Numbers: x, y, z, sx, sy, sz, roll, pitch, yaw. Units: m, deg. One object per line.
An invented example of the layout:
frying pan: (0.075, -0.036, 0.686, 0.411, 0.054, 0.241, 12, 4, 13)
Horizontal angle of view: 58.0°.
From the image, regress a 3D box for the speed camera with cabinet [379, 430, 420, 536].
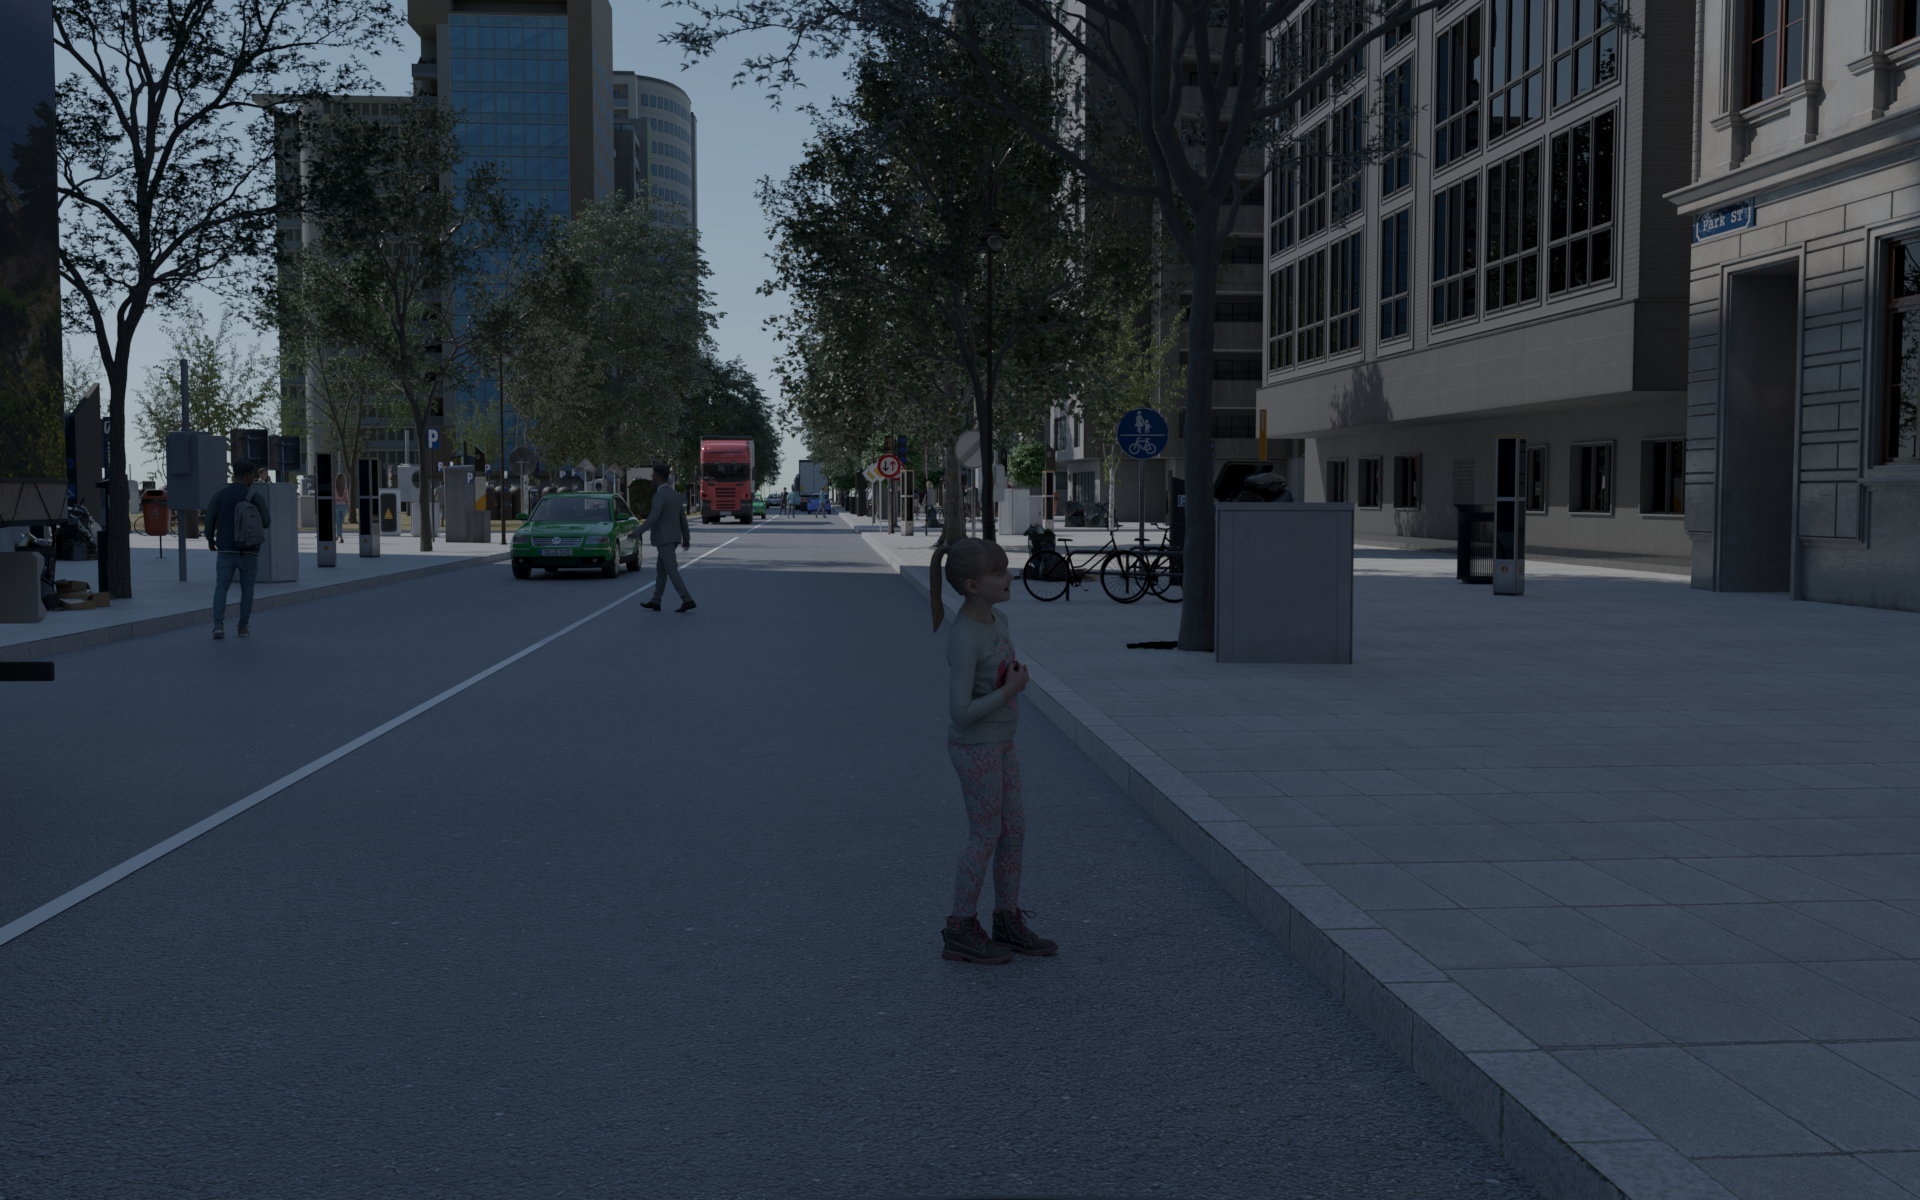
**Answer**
speed camera with cabinet: (-17.327, -3.598, 53.158, 0.660, 3.252, 2.038, 2, 4, 28)

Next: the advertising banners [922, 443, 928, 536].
advertising banners: (-1.042, -3.511, 53.589, 0.090, 3.025, 2.074, 0, 4, -1)

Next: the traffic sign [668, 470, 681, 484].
traffic sign: (-15.505, -5.751, 93.762, 0.795, 2.593, 0.064, 0, 4, 2)

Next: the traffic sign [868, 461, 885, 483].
traffic sign: (-2.569, -3.314, 56.374, 0.795, 2.593, 0.064, 0, 4, -5)

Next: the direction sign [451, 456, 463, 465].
direction sign: (-30.412, -6.920, 105.135, 0.876, 3.537, 0.379, 0, 4, 0)

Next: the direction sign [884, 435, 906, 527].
direction sign: (-2.487, -4.561, 66.566, 0.876, 3.537, 0.379, 1, 4, 13)

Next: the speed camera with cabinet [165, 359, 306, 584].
speed camera with cabinet: (-10.664, -1.897, 25.354, 2.038, 3.252, 0.660, 2, 4, 24)

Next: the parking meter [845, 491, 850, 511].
parking meter: (-8.309, -7.337, 128.370, 0.372, 1.533, 0.369, 0, 3, 0)

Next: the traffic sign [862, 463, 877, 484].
traffic sign: (-3.224, -3.801, 64.332, 0.795, 2.593, 0.064, 0, 4, -5)

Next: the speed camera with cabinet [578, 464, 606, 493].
speed camera with cabinet: (-22.095, -6.728, 104.343, 2.038, 3.252, 0.660, 2, 4, 31)

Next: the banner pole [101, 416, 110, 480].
banner pole: (-24.201, -3.615, 49.130, 0.863, 3.779, 0.401, -2, 4, -24)

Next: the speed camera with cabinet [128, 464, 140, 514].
speed camera with cabinet: (-54.143, -7.288, 113.498, 0.660, 3.252, 2.038, -2, 4, -26)

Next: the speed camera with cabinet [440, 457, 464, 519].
speed camera with cabinet: (-26.517, -5.913, 91.020, 0.660, 3.252, 2.038, 2, 4, 32)

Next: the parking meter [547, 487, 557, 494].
parking meter: (-15.359, -3.475, 65.230, 0.372, 1.533, 0.369, 0, 3, 0)

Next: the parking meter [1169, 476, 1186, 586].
parking meter: (3.123, -0.972, 24.304, 0.372, 1.533, 0.369, 0, 3, 0)

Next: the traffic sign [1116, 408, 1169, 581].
traffic sign: (2.695, -1.561, 25.636, 0.768, 2.556, 0.104, 0, 4, 3)

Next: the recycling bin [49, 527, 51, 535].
recycling bin: (-26.094, -2.220, 48.856, 0.722, 1.027, 0.722, -1, 4, -21)

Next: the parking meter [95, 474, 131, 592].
parking meter: (-10.682, -0.822, 21.849, 0.372, 1.533, 0.369, 0, 3, 0)

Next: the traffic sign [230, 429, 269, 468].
traffic sign: (-11.172, -1.537, 27.252, 0.606, 2.300, 0.079, 0, 4, 3)

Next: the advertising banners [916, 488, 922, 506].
advertising banners: (-3.012, -8.720, 138.766, 0.090, 3.025, 2.074, -3, 4, -38)

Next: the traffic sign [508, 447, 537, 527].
traffic sign: (-11.810, -2.853, 46.749, 0.768, 2.556, 0.104, 0, 4, 3)

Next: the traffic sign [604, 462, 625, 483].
traffic sign: (-12.688, -3.754, 63.576, 0.795, 2.593, 0.064, 0, 4, -5)

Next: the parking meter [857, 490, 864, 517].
parking meter: (-5.688, -5.525, 98.740, 0.372, 1.533, 0.369, 0, 3, 0)

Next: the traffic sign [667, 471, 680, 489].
traffic sign: (-15.816, -5.823, 95.206, 0.884, 2.594, 0.081, 0, 4, -4)

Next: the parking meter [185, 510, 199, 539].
parking meter: (-22.076, -2.527, 49.729, 0.372, 1.533, 0.369, 0, 3, 0)

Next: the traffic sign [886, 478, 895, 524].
traffic sign: (-2.821, -4.504, 73.753, 0.768, 2.556, 0.104, 0, 3, 0)

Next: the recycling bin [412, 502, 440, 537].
recycling bin: (-15.972, -2.402, 51.820, 0.722, 1.027, 0.722, -1, 4, -9)

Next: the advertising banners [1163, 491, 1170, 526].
advertising banners: (9.157, -4.503, 69.808, 2.074, 3.025, 0.090, -1, 4, -17)

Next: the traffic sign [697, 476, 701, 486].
traffic sign: (-17.669, -7.253, 118.689, 0.768, 2.556, 0.104, 0, 4, 5)

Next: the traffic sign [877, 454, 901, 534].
traffic sign: (-2.247, -3.355, 54.962, 0.768, 2.556, 0.104, 0, 4, -4)

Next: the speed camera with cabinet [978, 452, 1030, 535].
speed camera with cabinet: (1.375, -3.652, 54.039, 0.660, 3.252, 2.038, 3, 4, 37)

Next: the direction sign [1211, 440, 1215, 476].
direction sign: (10.304, -4.964, 73.165, 0.876, 3.537, 0.379, 0, 4, -4)

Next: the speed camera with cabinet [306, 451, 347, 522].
speed camera with cabinet: (-29.155, -5.225, 79.767, 2.038, 3.252, 0.660, 2, 4, 31)

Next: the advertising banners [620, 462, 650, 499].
advertising banners: (-18.070, -6.082, 95.626, 2.074, 3.025, 0.090, -2, 4, -32)

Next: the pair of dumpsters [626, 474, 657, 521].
pair of dumpsters: (-14.668, -4.798, 80.938, 1.574, 2.255, 4.437, 0, 4, -4)

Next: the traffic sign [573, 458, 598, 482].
traffic sign: (-12.033, -3.268, 55.618, 0.795, 2.593, 0.064, 0, 4, -5)

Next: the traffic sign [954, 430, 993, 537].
traffic sign: (0.273, -2.114, 34.675, 0.768, 2.556, 0.104, 0, 4, 3)

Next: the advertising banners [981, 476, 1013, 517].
advertising banners: (2.136, -6.081, 95.619, 2.074, 3.025, 0.090, -2, 4, -24)

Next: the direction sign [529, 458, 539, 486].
direction sign: (-26.744, -7.137, 108.681, 0.379, 3.537, 0.876, 3, 4, 36)

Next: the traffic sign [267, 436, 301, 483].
traffic sign: (-11.918, -1.738, 30.538, 0.606, 2.300, 0.079, 0, 4, 2)

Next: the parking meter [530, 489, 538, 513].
parking meter: (-20.519, -4.594, 83.516, 0.372, 1.533, 0.369, 0, 3, 0)

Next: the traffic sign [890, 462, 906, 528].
traffic sign: (-2.421, -4.033, 66.044, 0.768, 2.556, 0.104, 0, 4, 3)

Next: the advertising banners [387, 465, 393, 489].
advertising banners: (-35.016, -6.650, 104.920, 2.074, 3.025, 0.090, 2, 4, 31)

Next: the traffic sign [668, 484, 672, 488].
traffic sign: (-17.679, -6.463, 105.778, 0.768, 2.556, 0.104, 0, 4, -1)

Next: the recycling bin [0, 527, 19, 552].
recycling bin: (-14.583, -0.828, 26.088, 0.722, 1.027, 0.722, 1, 4, 11)

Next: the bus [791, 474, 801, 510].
bus: (-14.271, -10.215, 161.876, 2.948, 3.499, 13.247, 0, 4, -6)

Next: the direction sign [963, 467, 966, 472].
direction sign: (-0.166, -5.015, 74.000, 0.876, 3.537, 0.379, 0, 4, 6)

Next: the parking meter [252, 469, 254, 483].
parking meter: (-11.657, -1.381, 28.292, 0.255, 1.863, 0.399, -1, 4, -23)

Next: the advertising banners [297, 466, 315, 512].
advertising banners: (-40.211, -6.742, 106.423, 2.074, 3.025, 0.090, -3, 4, -36)
